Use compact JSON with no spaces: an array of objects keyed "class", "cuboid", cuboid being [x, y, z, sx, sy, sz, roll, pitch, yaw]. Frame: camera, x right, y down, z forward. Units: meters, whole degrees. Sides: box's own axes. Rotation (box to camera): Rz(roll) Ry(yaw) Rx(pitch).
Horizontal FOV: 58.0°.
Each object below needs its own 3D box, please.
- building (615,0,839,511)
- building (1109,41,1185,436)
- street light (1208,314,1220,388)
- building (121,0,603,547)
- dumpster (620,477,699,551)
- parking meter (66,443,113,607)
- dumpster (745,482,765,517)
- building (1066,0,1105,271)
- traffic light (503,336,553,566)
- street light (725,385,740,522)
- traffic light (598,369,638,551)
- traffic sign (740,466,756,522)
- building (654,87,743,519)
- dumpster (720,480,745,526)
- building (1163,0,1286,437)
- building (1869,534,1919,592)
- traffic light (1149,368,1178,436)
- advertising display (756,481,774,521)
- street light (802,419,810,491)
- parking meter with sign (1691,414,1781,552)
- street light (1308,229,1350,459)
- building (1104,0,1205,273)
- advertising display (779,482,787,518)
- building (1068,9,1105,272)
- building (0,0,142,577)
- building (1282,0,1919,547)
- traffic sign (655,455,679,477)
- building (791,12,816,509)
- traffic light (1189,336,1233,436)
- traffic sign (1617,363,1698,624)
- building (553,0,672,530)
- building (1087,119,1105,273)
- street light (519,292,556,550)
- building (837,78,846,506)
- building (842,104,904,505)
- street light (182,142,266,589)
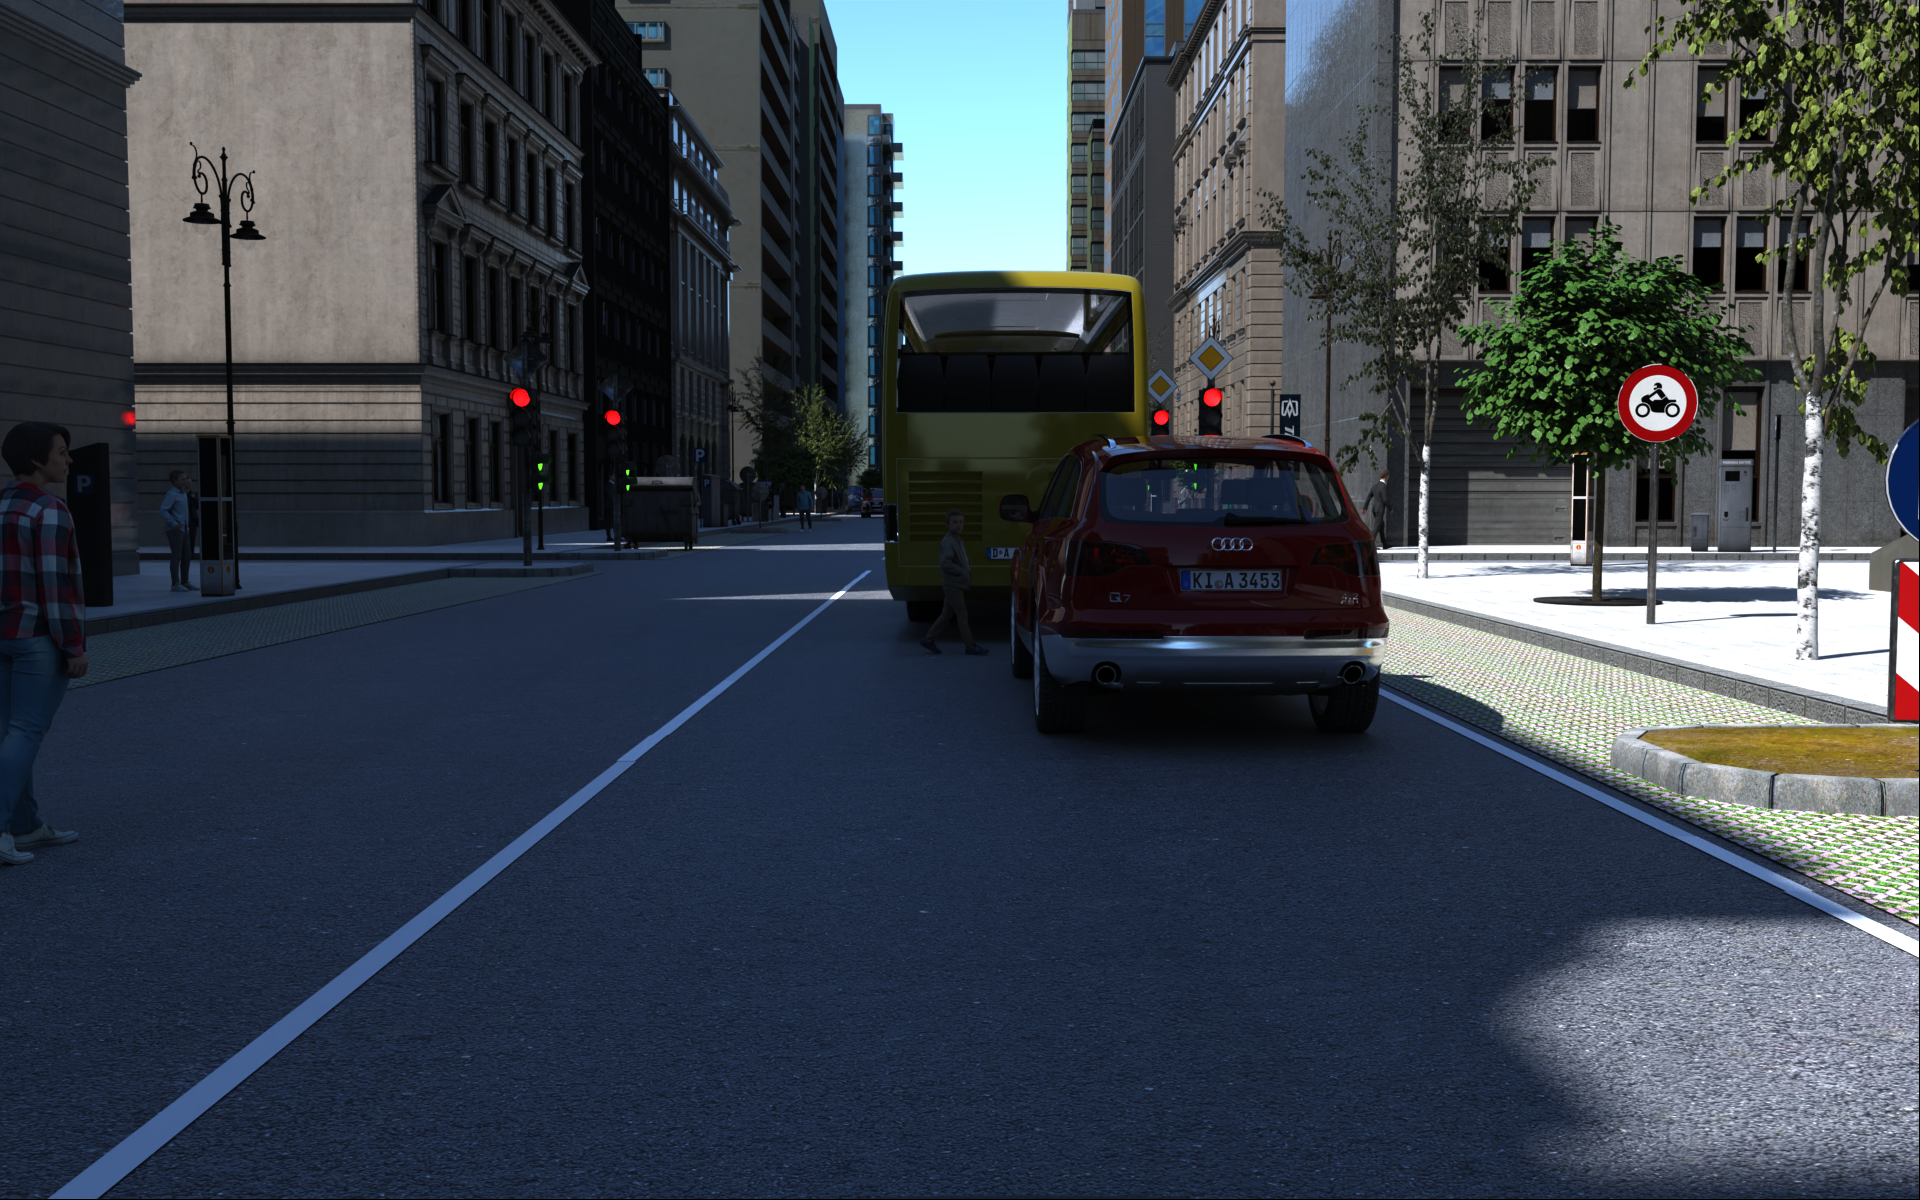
[{"class":"building","cuboid":[-22.753,-32.849,160.779,21.300,48.544,21.600,0,4,0]},{"class":"building","cuboid":[16.737,-18.842,101.566,14.314,27.812,24.014,0,4,0]},{"class":"street light","cuboid":[6.539,-4.400,44.732,0.468,5.910,1.993,0,4,0]},{"class":"building","cuboid":[-17.675,-11.387,50.800,10.561,19.102,19.286,0,4,0]},{"class":"dumpster","cuboid":[-7.558,-2.166,43.637,1.865,1.857,1.264,0,4,-2]},{"class":"parking meter","cuboid":[-9.925,-0.859,19.752,0.399,1.863,0.255,0,4,2]},{"class":"dumpster","cuboid":[-9.807,-4.596,80.895,1.264,1.857,1.865,0,4,0]},{"class":"building","cuboid":[21.036,-38.498,171.442,21.231,58.520,28.212,0,4,0]},{"class":"traffic light","cuboid":[-7.727,-2.568,30.914,0.839,4.253,0.868,0,4,0]},{"class":"street light","cuboid":[-9.657,-6.168,73.640,0.468,5.910,1.993,0,4,0]},{"class":"traffic light","cuboid":[-7.698,-3.057,38.899,0.839,4.253,0.868,0,4,0]},{"class":"traffic sign","cuboid":[-9.735,-4.851,79.427,0.768,2.556,0.104,0,4,6]},{"class":"building","cuboid":[-19.182,-15.070,88.190,13.314,21.916,24.055,0,4,0]},{"class":"dumpster","cuboid":[-9.659,-3.986,70.933,1.264,1.857,1.865,0,4,0]},{"class":"building","cuboid":[16.604,-17.113,77.067,12.463,27.353,25.104,0,4,0]},{"class":"building","cuboid":[28.268,-19.763,15.015,32.217,40.220,23.993,0,4,0]},{"class":"traffic light","cuboid":[4.464,-3.055,38.871,0.839,4.253,0.868,0,4,0]},{"class":"advertising display","cuboid":[-9.311,-4.740,82.718,0.974,1.923,0.123,2,4,31]},{"class":"street light","cuboid":[-9.478,-8.213,107.069,0.468,5.910,1.993,0,4,0]},{"class":"parking meter with sign","cuboid":[17.126,-2.569,38.269,1.738,3.016,0.543,1,4,22]},{"class":"street light","cuboid":[6.484,-3.531,30.514,0.468,5.910,1.993,0,4,0]},{"class":"building","cuboid":[17.628,-28.859,121.953,14.600,45.320,14.200,0,4,0]},{"class":"advertising display","cuboid":[-9.522,-5.381,93.200,0.123,1.923,0.974,-1,4,-22]},{"class":"building","cuboid":[16.258,-28.545,150.311,14.154,41.232,14.086,0,4,0]},{"class":"building","cuboid":[-27.880,-14.925,21.520,29.804,29.767,11.434,0,4,0]},{"class":"building","cuboid":[19.826,-13.995,46.845,19.932,24.808,12.078,0,4,0]},{"class":"traffic sign","cuboid":[-9.506,-3.430,56.187,0.768,2.556,0.104,0,4,2]},{"class":"building","cuboid":[-19.539,-28.103,143.075,14.154,41.232,14.086,0,4,0]},{"class":"traffic light","cuboid":[4.434,-2.567,30.886,0.839,4.253,0.868,0,4,0]},{"class":"traffic sign","cuboid":[6.817,-1.034,17.013,0.768,2.556,0.104,0,4,5]},{"class":"building","cuboid":[-18.902,-14.591,68.236,12.332,23.373,15.834,0,4,0]},{"class":"building","cuboid":[16.876,-22.316,136.566,14.160,30.474,14.107,0,4,0]},{"class":"street light","cuboid":[-9.651,-4.092,39.700,0.468,5.910,1.993,0,4,0]},{"class":"building","cuboid":[-19.498,-32.371,179.383,14.200,45.320,14.600,0,4,0]},{"class":"building","cuboid":[-22.040,-36.213,211.682,30.456,49.044,23.786,0,4,0]},{"class":"street light","cuboid":[-9.805,-3.086,23.238,0.468,5.910,1.993,0,4,0]}]
